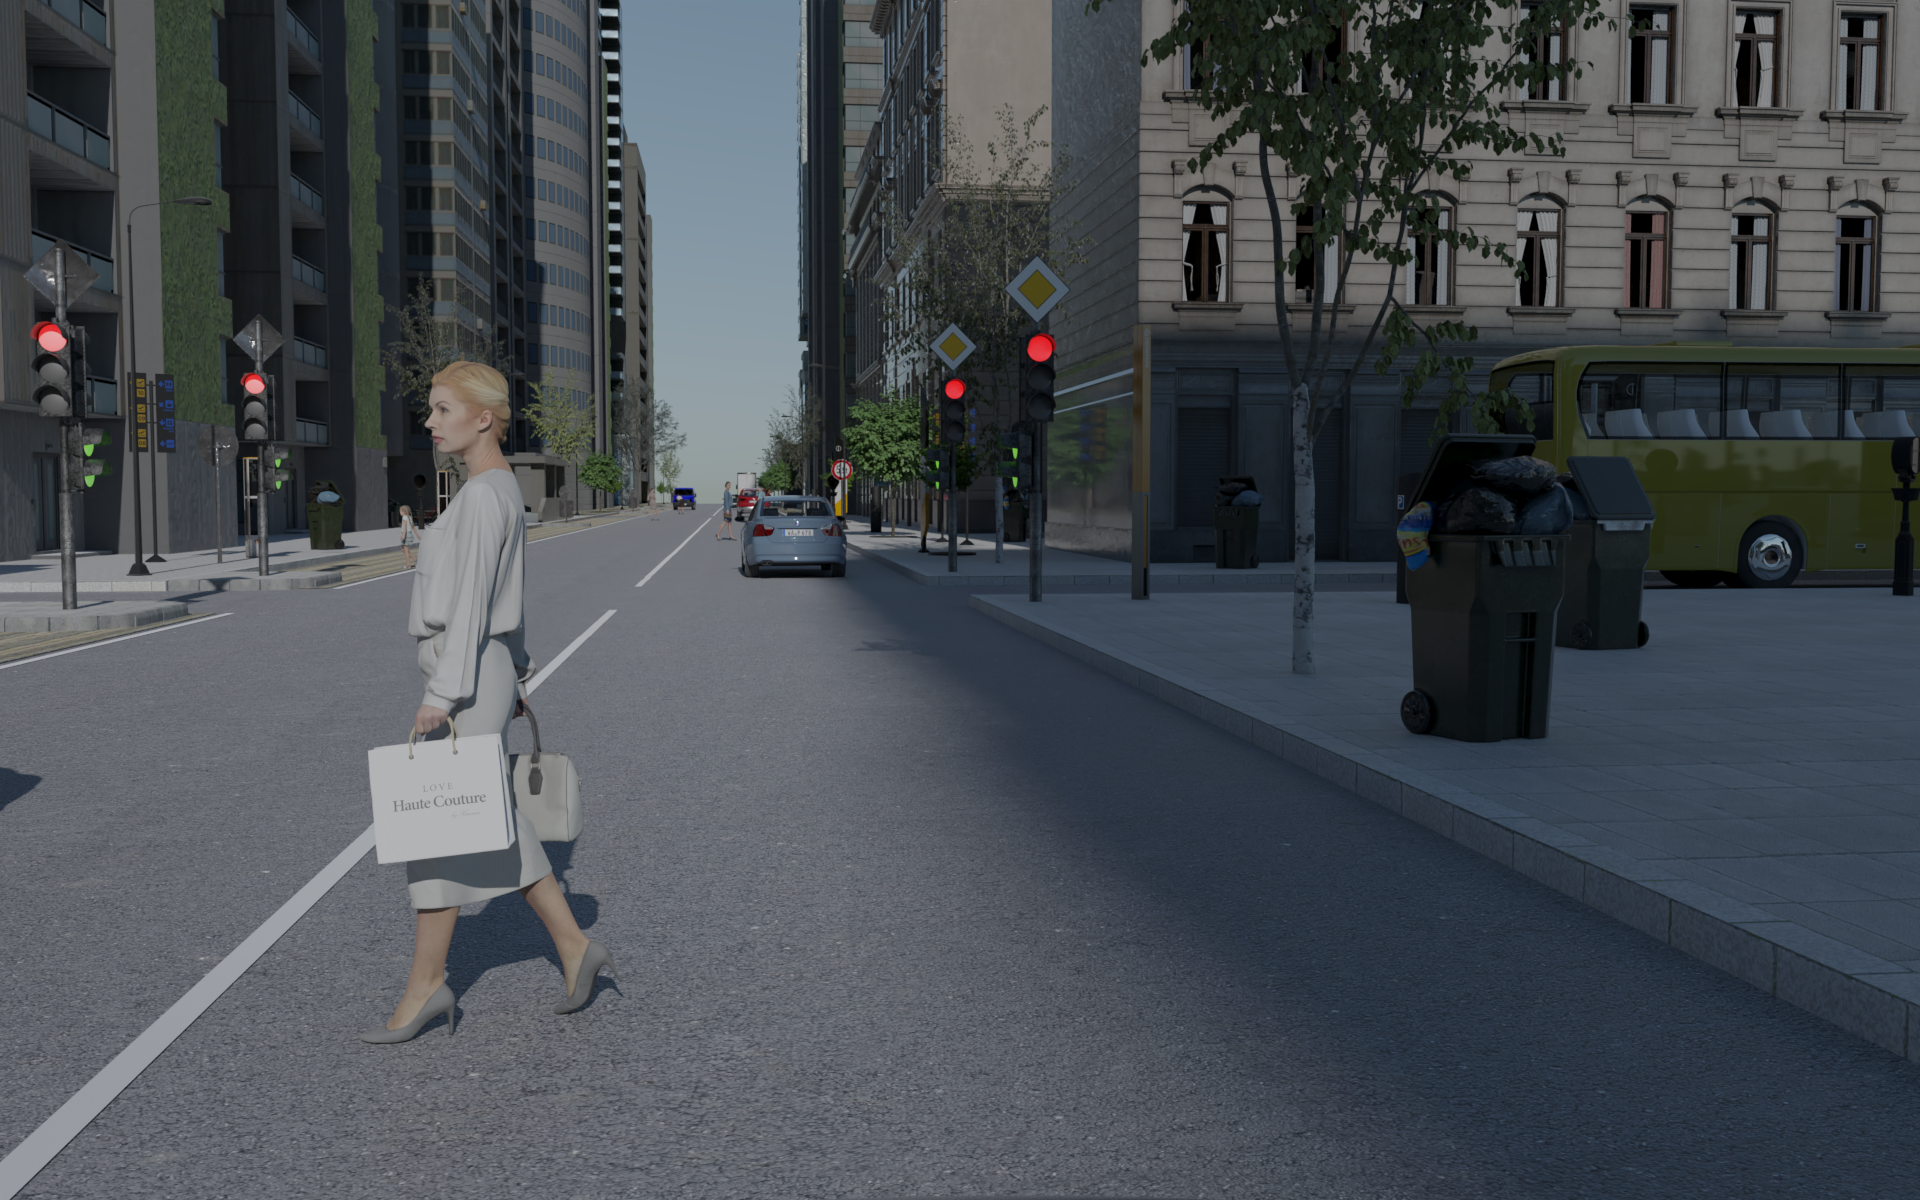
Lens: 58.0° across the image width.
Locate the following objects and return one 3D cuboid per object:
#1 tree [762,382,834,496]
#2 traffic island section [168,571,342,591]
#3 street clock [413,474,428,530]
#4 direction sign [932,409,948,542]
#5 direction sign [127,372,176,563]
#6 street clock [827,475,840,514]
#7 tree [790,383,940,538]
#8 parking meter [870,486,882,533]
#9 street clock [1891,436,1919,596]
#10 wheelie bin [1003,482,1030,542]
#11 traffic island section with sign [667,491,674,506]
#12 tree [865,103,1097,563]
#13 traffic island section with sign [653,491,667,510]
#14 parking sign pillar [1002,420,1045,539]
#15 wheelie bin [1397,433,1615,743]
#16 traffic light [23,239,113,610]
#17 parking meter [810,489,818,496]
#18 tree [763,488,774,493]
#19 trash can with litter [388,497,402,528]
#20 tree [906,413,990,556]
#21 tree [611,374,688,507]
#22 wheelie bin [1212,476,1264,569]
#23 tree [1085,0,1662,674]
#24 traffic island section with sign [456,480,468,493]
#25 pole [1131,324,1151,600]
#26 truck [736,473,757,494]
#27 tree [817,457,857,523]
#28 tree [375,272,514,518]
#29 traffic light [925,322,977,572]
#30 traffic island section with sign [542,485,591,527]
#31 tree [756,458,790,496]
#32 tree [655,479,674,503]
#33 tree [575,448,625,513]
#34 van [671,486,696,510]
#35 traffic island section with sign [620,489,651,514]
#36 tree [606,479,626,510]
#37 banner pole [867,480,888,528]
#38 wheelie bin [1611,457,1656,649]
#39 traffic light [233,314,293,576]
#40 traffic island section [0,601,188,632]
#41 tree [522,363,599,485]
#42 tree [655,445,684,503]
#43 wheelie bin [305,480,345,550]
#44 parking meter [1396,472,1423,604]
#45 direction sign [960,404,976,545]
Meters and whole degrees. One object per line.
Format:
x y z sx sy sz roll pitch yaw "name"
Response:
-10.428 -9.949 113.035 4.360 8.622 3.978 0 3 0 "tree"
-10.950 -0.301 27.205 2.009 0.180 2.903 0 4 -7 "traffic island section"
-19.425 -3.538 62.414 0.471 2.002 0.358 0 4 -1 "street clock"
-0.468 -3.304 46.012 0.379 3.537 0.876 -3 4 -36 "direction sign"
-15.152 -2.479 32.531 0.379 3.537 0.876 3 4 38 "direction sign"
-4.758 -3.697 65.009 0.471 2.002 0.358 -1 4 -9 "street clock"
-1.955 -4.144 51.462 4.285 4.588 4.351 0 3 0 "tree"
-2.805 -3.023 57.841 0.372 1.533 0.369 0 3 0 "parking meter"
11.921 -1.056 21.836 0.471 2.002 0.358 -3 5 -42 "street clock"
1.490 -2.356 46.431 0.693 1.594 0.980 1 4 20 "wheelie bin"
-34.242 -12.160 207.448 1.989 1.847 2.006 0 4 -7 "traffic island section with sign"
0.499 -4.985 31.873 4.360 8.622 3.978 0 3 0 "tree"
-27.220 -8.841 153.179 1.989 1.847 2.006 0 4 -7 "traffic island section with sign"
1.773 -3.794 50.499 1.447 3.967 1.447 -3 4 -36 "parking sign pillar"
2.812 -0.078 9.189 0.980 1.594 0.693 -2 4 -25 "wheelie bin"
-9.887 -1.849 19.156 0.839 4.253 0.868 0 4 -7 "traffic light"
-7.267 -4.751 86.092 0.372 1.533 0.369 0 3 0 "parking meter"
-26.948 -15.156 242.404 1.663 3.219 1.824 0 3 0 "tree"
-21.445 -3.342 66.034 1.055 1.170 0.624 -3 5 -39 "trash can with litter"
-0.180 -2.564 36.527 1.663 3.219 1.824 0 3 0 "tree"
-32.824 -16.253 176.100 12.009 13.543 11.850 0 3 0 "tree"
4.771 -1.340 29.816 0.980 1.594 0.693 3 4 36 "wheelie bin"
2.539 -3.766 11.930 4.737 8.622 4.395 0 3 0 "tree"
-13.683 -2.422 48.223 1.989 1.847 2.006 0 4 -7 "traffic island section with sign"
2.197 -1.660 20.985 0.158 3.312 0.155 0 3 0 "pole"
-28.468 -14.808 231.017 2.839 4.237 11.283 0 4 -7 "truck"
-5.324 -5.106 78.088 1.663 3.219 1.824 0 3 0 "tree"
-17.350 -6.605 58.362 4.360 8.622 3.978 0 3 0 "tree"
-0.139 -2.419 28.477 0.839 4.253 0.868 0 4 -7 "traffic light"
-17.294 -4.136 76.249 1.989 1.847 2.006 0 4 -7 "traffic island section with sign"
-15.948 -10.512 155.583 4.285 4.588 4.351 0 3 0 "tree"
-38.130 -13.890 221.708 1.663 3.219 1.824 0 3 0 "tree"
-25.074 -8.389 120.881 4.285 4.588 4.351 0 3 0 "tree"
-24.799 -9.266 155.883 2.240 2.365 5.245 0 4 -7 "van"
-23.713 -7.175 125.931 1.989 1.847 2.006 0 4 -7 "traffic island section with sign"
-27.808 -8.791 138.326 1.663 3.219 1.824 0 3 0 "tree"
-3.074 -4.570 64.742 0.863 3.779 0.401 0 4 3 "banner pole"
5.296 -0.402 14.480 0.980 1.594 0.693 -1 4 -21 "wheelie bin"
-10.909 -2.334 27.075 0.839 4.253 0.868 0 4 -7 "traffic light"
-9.928 0.183 19.285 2.009 0.180 2.903 0 4 -7 "traffic island section"
-22.662 -9.052 98.358 4.737 8.622 4.395 0 3 0 "tree"
-41.466 -18.149 247.091 4.737 8.622 4.395 0 3 0 "tree"
-14.604 -1.954 39.861 0.980 1.594 0.693 2 4 33 "wheelie bin"
5.319 -0.728 20.310 0.372 1.533 0.369 0 3 0 "parking meter"
0.177 -3.148 43.473 0.379 3.537 0.876 2 4 27 "direction sign"
